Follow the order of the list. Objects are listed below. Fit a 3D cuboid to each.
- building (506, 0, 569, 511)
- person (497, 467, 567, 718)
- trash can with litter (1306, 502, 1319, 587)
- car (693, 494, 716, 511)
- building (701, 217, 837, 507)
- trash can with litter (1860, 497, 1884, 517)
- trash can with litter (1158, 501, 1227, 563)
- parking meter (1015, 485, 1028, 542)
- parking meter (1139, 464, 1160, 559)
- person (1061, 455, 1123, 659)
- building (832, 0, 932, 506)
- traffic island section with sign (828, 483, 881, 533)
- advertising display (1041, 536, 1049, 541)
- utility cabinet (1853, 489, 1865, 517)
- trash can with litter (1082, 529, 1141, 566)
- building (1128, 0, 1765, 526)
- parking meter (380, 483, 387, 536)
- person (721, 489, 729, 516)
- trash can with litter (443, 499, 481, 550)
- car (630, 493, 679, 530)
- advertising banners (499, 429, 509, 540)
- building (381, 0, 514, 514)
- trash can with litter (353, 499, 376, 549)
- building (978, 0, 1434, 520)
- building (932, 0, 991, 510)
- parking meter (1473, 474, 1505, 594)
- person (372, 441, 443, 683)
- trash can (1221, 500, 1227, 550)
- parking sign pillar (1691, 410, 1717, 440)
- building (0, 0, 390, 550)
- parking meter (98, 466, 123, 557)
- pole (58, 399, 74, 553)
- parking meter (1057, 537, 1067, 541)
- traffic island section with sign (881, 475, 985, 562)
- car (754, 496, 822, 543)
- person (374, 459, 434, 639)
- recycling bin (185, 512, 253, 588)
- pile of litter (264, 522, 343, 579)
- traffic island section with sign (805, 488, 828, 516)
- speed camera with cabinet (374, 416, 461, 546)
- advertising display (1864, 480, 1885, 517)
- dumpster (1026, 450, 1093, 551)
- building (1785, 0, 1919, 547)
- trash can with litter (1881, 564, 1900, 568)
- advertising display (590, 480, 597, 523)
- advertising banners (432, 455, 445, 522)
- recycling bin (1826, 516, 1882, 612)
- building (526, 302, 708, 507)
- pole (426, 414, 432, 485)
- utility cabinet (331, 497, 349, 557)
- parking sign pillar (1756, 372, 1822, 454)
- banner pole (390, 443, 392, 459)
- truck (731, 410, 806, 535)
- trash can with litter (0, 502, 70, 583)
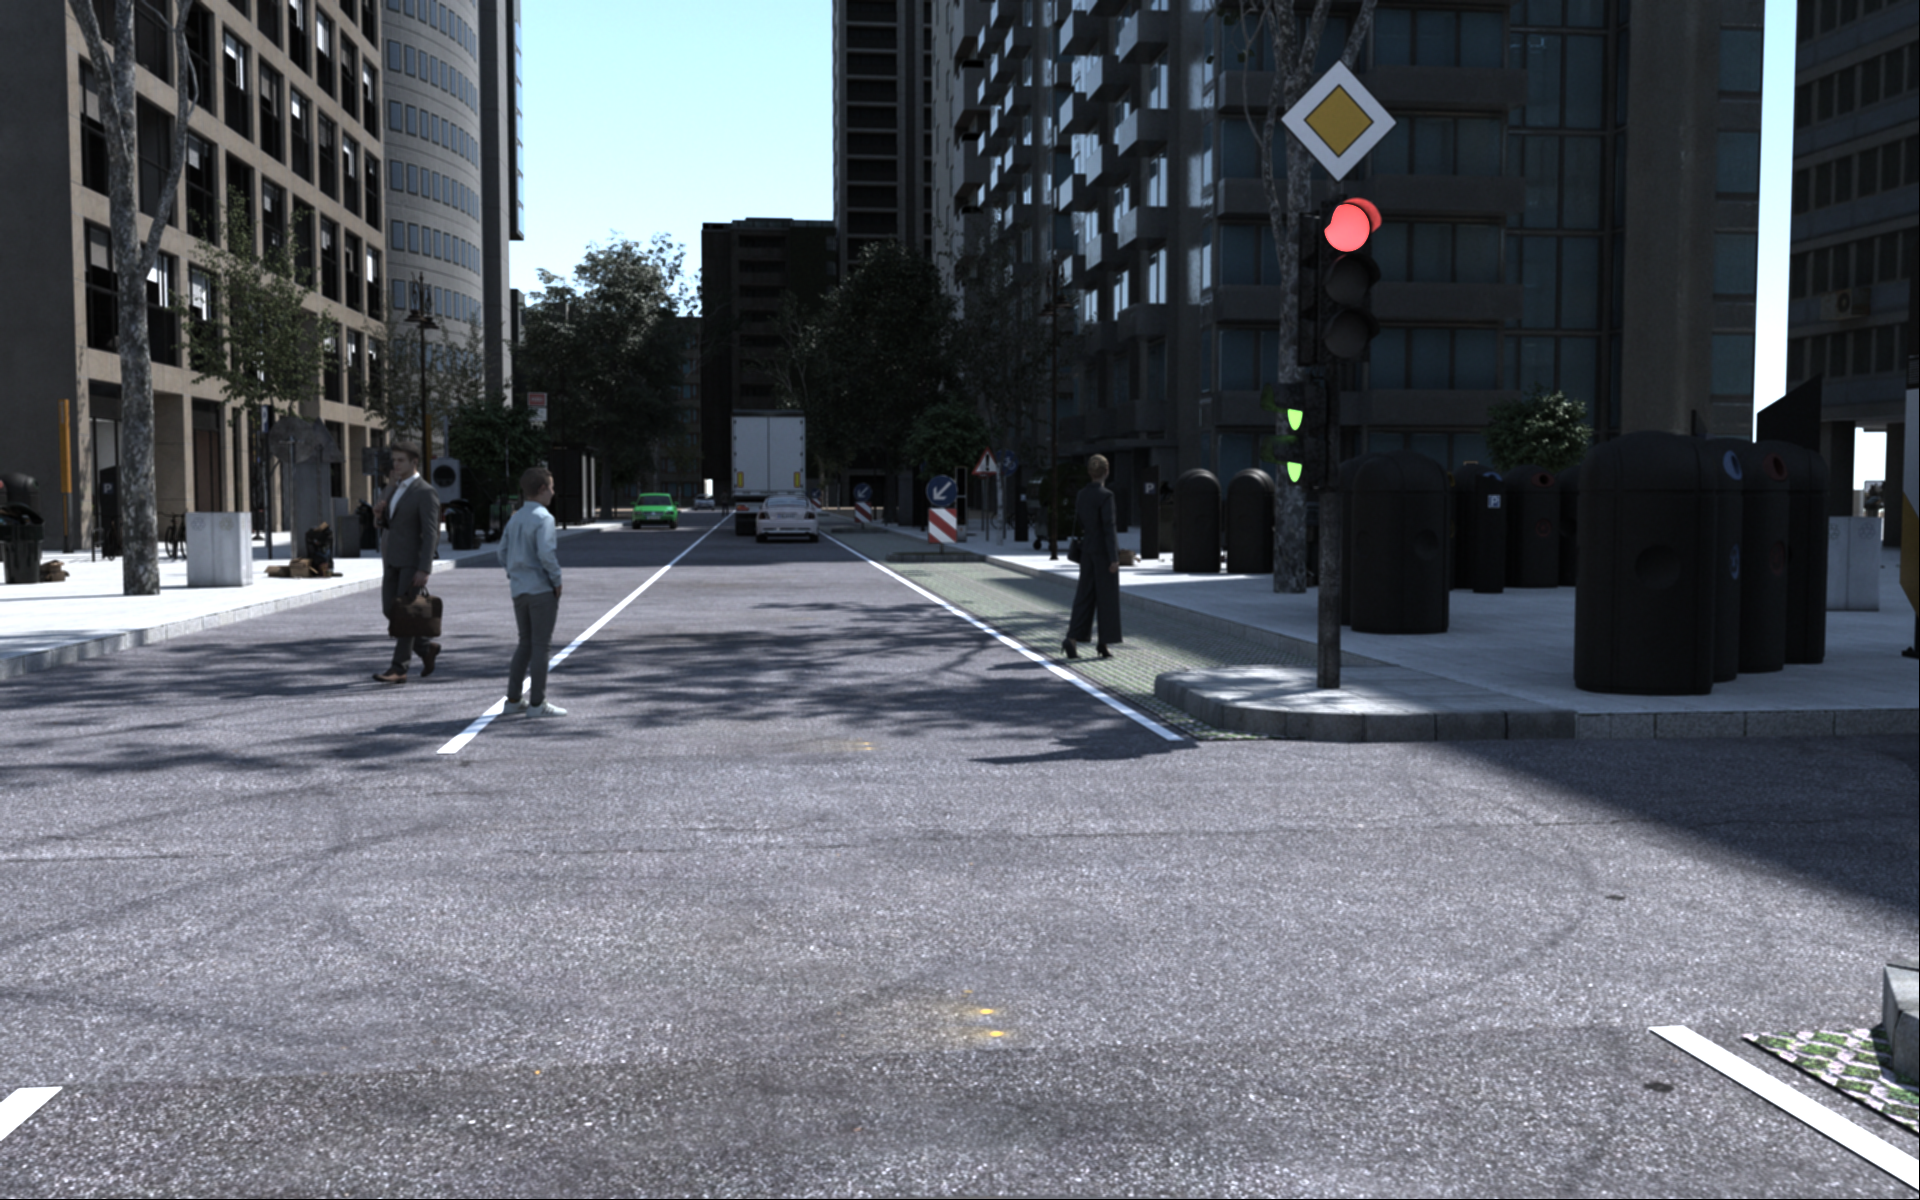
[{"bbox_3d":[-47.465,-50.422,137.067,31.000,86.520,22.319,0,4,-7],"label":"building"},{"bbox_3d":[-2.724,-0.050,11.134,0.330,1.601,0.589,-3,4,-38],"label":"person"},{"bbox_3d":[4.894,-0.781,24.162,0.624,1.170,1.055,2,4,25],"label":"trash can with litter"},{"bbox_3d":[-22.254,-8.491,150.827,2.014,1.417,4.499,0,4,-8],"label":"car"},{"bbox_3d":[-20.301,-25.204,183.786,14.107,30.474,14.160,0,4,-7],"label":"building"},{"bbox_3d":[39.196,-3.870,74.665,1.055,1.170,0.624,-1,4,-20],"label":"trash can with litter"},{"bbox_3d":[4.903,-1.346,33.066,2.233,1.210,1.678,0,4,4],"label":"trash can with litter"},{"bbox_3d":[1.664,-2.352,46.862,0.372,1.533,0.369,0,3,0],"label":"parking meter"},{"bbox_3d":[3.734,-1.742,34.190,0.399,1.863,0.255,1,4,9],"label":"parking meter"},{"bbox_3d":[1.176,-0.371,14.981,0.576,1.772,0.534,2,4,33],"label":"person"},{"bbox_3d":[-3.189,-45.869,188.205,20.611,71.187,20.563,0,4,-7],"label":"building"},{"bbox_3d":[-3.730,-3.375,63.813,1.989,1.847,2.006,0,4,-7],"label":"traffic island section with sign"},{"bbox_3d":[2.358,-2.582,47.429,0.123,1.923,0.974,-1,4,-12],"label":"advertising display"},{"bbox_3d":[39.108,-4.126,76.136,0.318,1.500,1.173,-2,4,-25],"label":"utility cabinet"},{"bbox_3d":[2.718,-1.207,31.122,1.055,1.170,0.624,1,4,14],"label":"trash can with litter"},{"bbox_3d":[16.440,-27.609,71.014,23.786,49.044,30.456,0,4,-7],"label":"building"},{"bbox_3d":[-12.817,-1.866,38.923,0.372,1.533,0.369,0,3,0],"label":"parking meter"},{"bbox_3d":[-15.268,-6.313,112.244,0.617,1.759,0.750,-1,4,-21],"label":"person"},{"bbox_3d":[-11.472,-1.750,39.995,0.624,1.170,1.055,0,4,2],"label":"trash can with litter"},{"bbox_3d":[-12.589,-3.835,71.498,1.959,1.807,4.718,-1,4,-8],"label":"car"},{"bbox_3d":[-12.056,-3.038,45.861,0.090,3.025,2.074,-1,4,-9],"label":"advertising banners"},{"bbox_3d":[-37.736,-33.854,95.517,21.231,58.520,28.212,0,4,-7],"label":"building"},{"bbox_3d":[-13.535,-1.768,40.297,1.055,1.170,0.624,-2,4,-24],"label":"trash can with litter"},{"bbox_3d":[13.202,-30.144,112.459,23.786,49.044,30.456,0,4,-7],"label":"building"},{"bbox_3d":[12.330,-33.823,142.241,28.713,52.752,27.495,0,4,-7],"label":"building"},{"bbox_3d":[6.862,-0.859,22.462,0.372,1.533,0.369,0,3,0],"label":"parking meter"},{"bbox_3d":[-4.175,-0.289,13.189,0.622,1.834,0.822,2,4,28],"label":"person"},{"bbox_3d":[6.218,-1.703,39.492,0.748,1.137,0.748,0,3,0],"label":"trash can"},{"bbox_3d":[23.967,-4.115,55.744,1.447,3.967,1.447,-3,5,-44],"label":"parking sign pillar"},{"bbox_3d":[-31.623,-15.293,54.559,19.350,26.468,34.151,0,4,-7],"label":"building"},{"bbox_3d":[-17.413,-1.824,35.531,0.399,1.863,0.255,0,4,3],"label":"parking meter"},{"bbox_3d":[-19.282,-2.661,37.350,0.158,3.312,0.155,0,3,0],"label":"pole"},{"bbox_3d":[2.770,-2.397,47.595,0.372,1.533,0.369,0,3,0],"label":"parking meter"},{"bbox_3d":[-0.568,-1.738,37.043,1.989,1.847,2.006,0,4,-7],"label":"traffic island section with sign"},{"bbox_3d":[-5.221,-2.454,52.491,2.083,1.381,4.827,0,4,-5],"label":"car"},{"bbox_3d":[-5.533,-0.510,17.185,0.599,1.781,0.374,3,5,42],"label":"person"},{"bbox_3d":[-10.317,-0.708,24.135,0.722,1.027,0.722,-1,4,-10],"label":"recycling bin"},{"bbox_3d":[-10.198,-0.792,26.914,1.176,0.858,1.719,-1,4,-14],"label":"pile of litter"},{"bbox_3d":[-9.525,-6.376,112.869,1.989,1.847,2.006,0,4,-7],"label":"traffic island section with sign"},{"bbox_3d":[-13.600,-3.001,43.404,2.038,3.252,0.660,-1,4,-10],"label":"speed camera with cabinet"},{"bbox_3d":[42.600,-4.619,80.736,0.123,1.923,0.974,-2,4,-27],"label":"advertising display"},{"bbox_3d":[2.369,-2.235,39.036,1.502,2.255,1.985,0,4,-7],"label":"dumpster"},{"bbox_3d":[32.596,-20.821,32.304,23.993,40.220,32.217,0,4,-7],"label":"building"},{"bbox_3d":[15.476,-1.202,30.708,2.233,1.210,1.678,3,4,38],"label":"trash can with litter"},{"bbox_3d":[-16.785,-4.460,78.129,0.974,1.923,0.123,2,4,34],"label":"advertising display"},{"bbox_3d":[-23.407,-5.042,78.617,0.090,3.025,2.074,1,4,21],"label":"advertising banners"},{"bbox_3d":[9.737,-0.411,19.272,0.722,1.027,0.722,0,4,6],"label":"recycling bin"},{"bbox_3d":[-42.429,-20.982,188.091,28.899,21.520,27.650,0,4,-7],"label":"building"},{"bbox_3d":[-13.637,-3.093,44.411,0.158,3.312,0.155,0,3,0],"label":"pole"},{"bbox_3d":[-12.854,-1.515,35.938,0.306,1.237,1.020,-2,4,-23],"label":"utility cabinet"},{"bbox_3d":[18.490,-3.073,38.720,1.447,3.967,1.447,2,4,25],"label":"parking sign pillar"},{"bbox_3d":[-27.015,-5.637,82.188,0.401,3.779,0.863,-1,4,-23],"label":"banner pole"},{"bbox_3d":[-6.985,-4.553,63.350,2.839,4.237,11.283,0,4,-6],"label":"truck"},{"bbox_3d":[-13.458,-0.836,25.053,0.624,1.170,1.055,1,4,9],"label":"trash can with litter"}]
